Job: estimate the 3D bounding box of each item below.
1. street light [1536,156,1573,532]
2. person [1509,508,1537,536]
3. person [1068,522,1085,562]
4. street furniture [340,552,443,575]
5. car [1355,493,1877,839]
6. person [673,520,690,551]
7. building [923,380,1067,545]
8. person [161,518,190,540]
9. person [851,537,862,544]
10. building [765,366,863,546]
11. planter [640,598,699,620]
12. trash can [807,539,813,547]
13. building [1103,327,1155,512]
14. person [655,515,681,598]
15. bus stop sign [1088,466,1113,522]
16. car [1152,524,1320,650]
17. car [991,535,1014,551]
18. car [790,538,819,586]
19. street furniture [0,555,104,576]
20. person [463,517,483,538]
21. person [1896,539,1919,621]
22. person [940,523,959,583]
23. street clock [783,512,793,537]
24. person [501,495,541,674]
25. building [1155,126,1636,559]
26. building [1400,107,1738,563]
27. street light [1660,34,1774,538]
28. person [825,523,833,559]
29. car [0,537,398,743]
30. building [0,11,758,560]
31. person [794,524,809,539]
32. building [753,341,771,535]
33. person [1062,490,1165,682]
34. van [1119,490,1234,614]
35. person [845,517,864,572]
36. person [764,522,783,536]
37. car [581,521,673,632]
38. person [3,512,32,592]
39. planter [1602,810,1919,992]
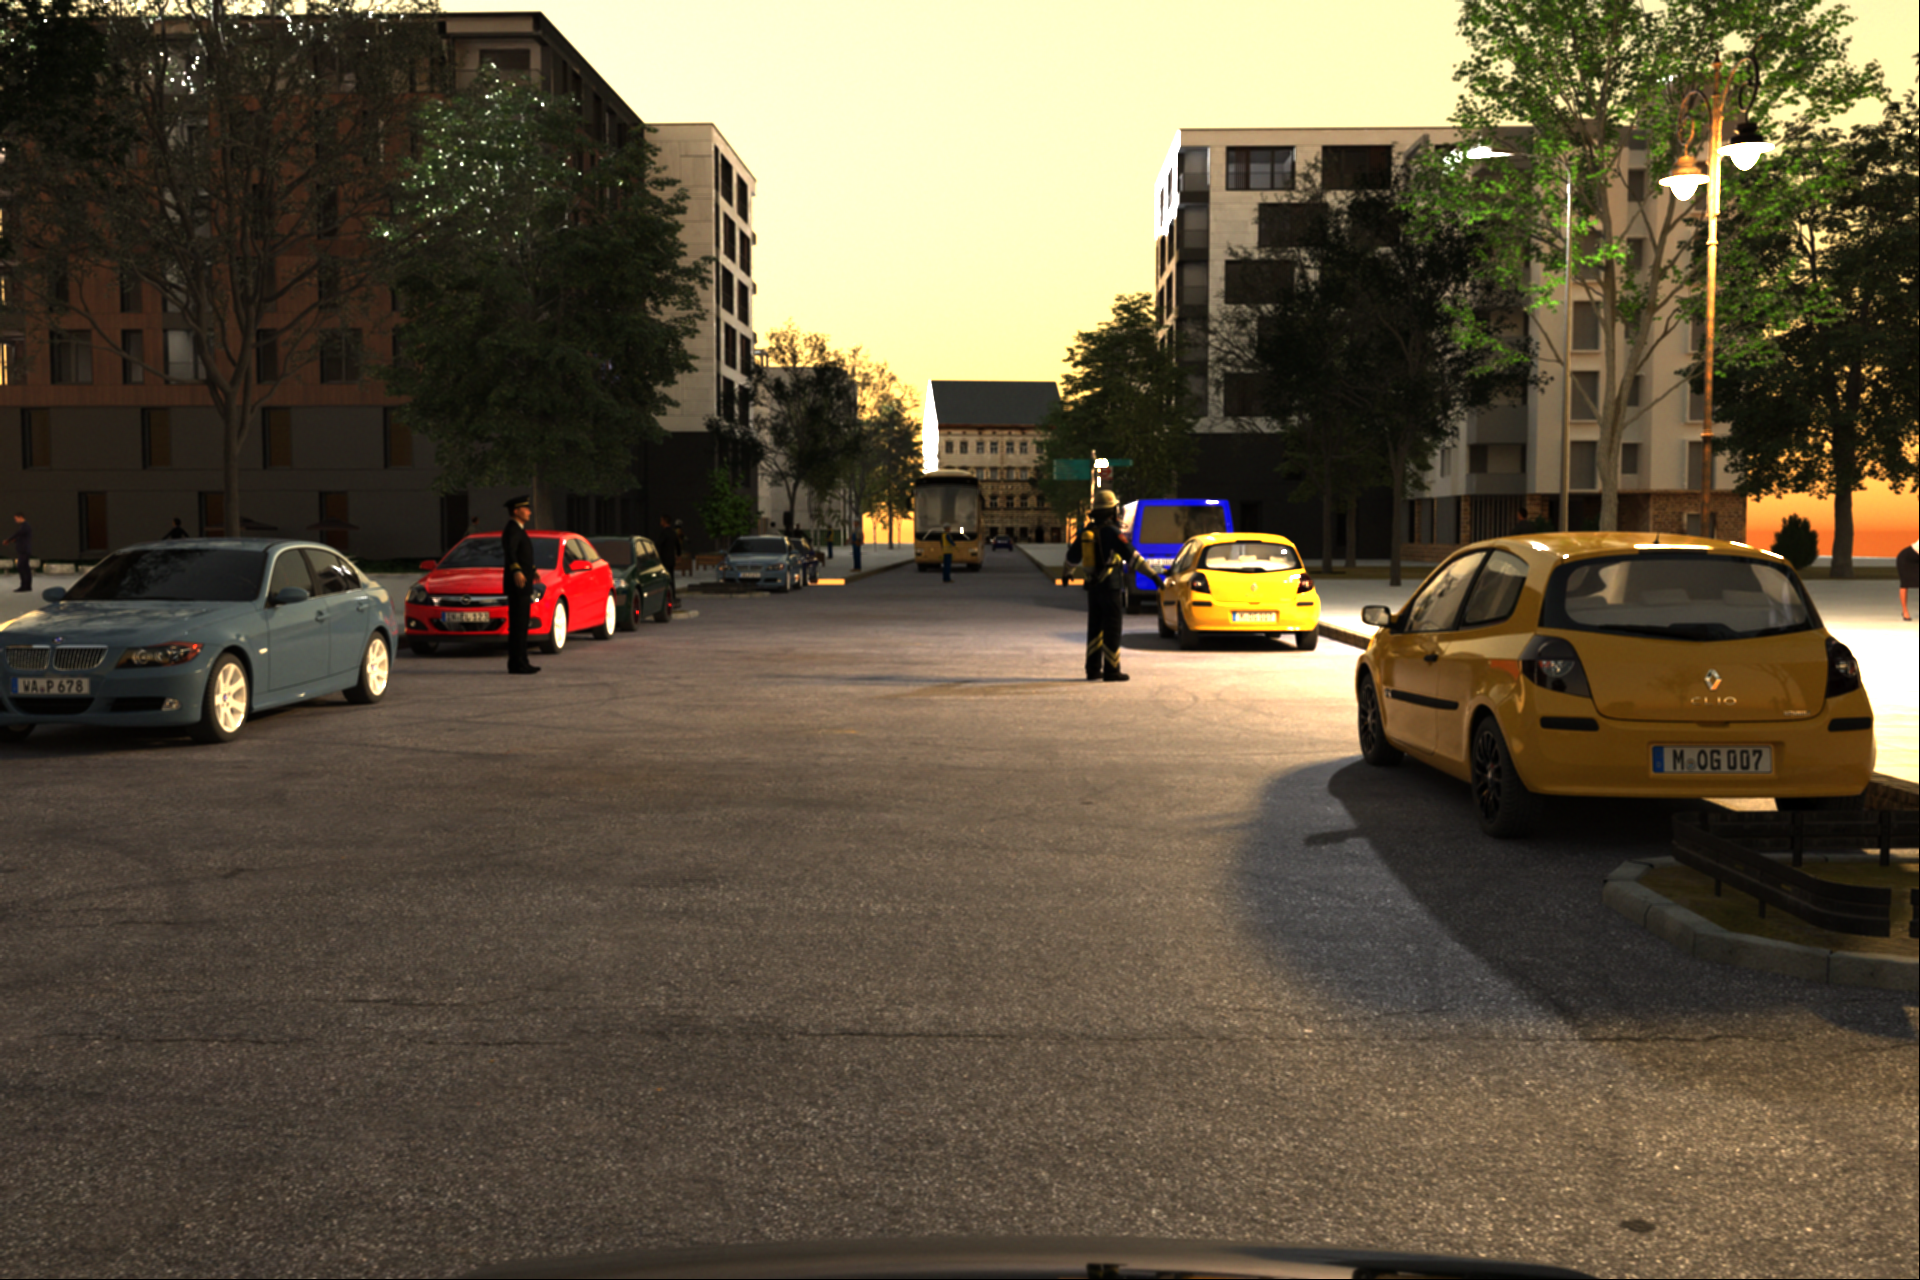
[{"bbox_3d":[7.846,-2.955,20.859,1.470,5.913,1.316,0,4,1],"label":"street light"},{"bbox_3d":[11.633,-1.826,35.918,1.348,1.821,0.705,-2,4,-34],"label":"person"},{"bbox_3d":[5.599,-4.476,79.303,1.347,1.817,0.704,-1,4,-15],"label":"person"},{"bbox_3d":[-18.116,-2.624,58.526,5.734,0.657,10.072,-2,4,-32],"label":"street furniture"},{"bbox_3d":[3.349,0.040,9.565,2.015,1.641,3.980,0,4,1],"label":"car"},{"bbox_3d":[-11.147,-3.852,68.747,0.705,1.858,1.354,-3,5,-41],"label":"person"},{"bbox_3d":[4.692,-25.263,246.434,18.063,23.208,19.493,0,4,-7],"label":"building"},{"bbox_3d":[-22.754,-2.659,50.193,0.721,1.740,1.216,1,4,22],"label":"person"},{"bbox_3d":[-5.212,-4.816,88.002,0.599,1.433,0.991,-3,4,-38],"label":"person"},{"bbox_3d":[-20.666,-20.314,198.597,16.747,18.905,31.486,0,4,1],"label":"building"},{"bbox_3d":[-5.593,-0.542,29.995,1.991,0.319,1.994,0,4,1],"label":"planter"},{"bbox_3d":[-4.931,-2.592,54.031,0.748,1.137,0.748,0,3,0],"label":"trash can"},{"bbox_3d":[29.130,-20.963,186.720,27.936,21.610,32.646,0,4,1],"label":"building"},{"bbox_3d":[-5.686,-1.515,33.459,0.704,1.802,1.346,1,4,20],"label":"person"},{"bbox_3d":[4.936,-4.416,60.911,0.855,3.939,0.416,0,4,1],"label":"bus stop sign"},{"bbox_3d":[3.579,-0.768,22.778,2.015,1.641,3.980,0,4,1],"label":"car"},{"bbox_3d":[3.583,-8.206,146.753,1.945,1.354,3.894,0,4,0],"label":"car"},{"bbox_3d":[-5.011,-2.223,48.930,1.945,1.354,3.894,0,4,1],"label":"car"},{"bbox_3d":[-28.748,-2.521,56.838,5.734,0.657,10.072,3,4,35],"label":"street furniture"},{"bbox_3d":[-14.384,-2.766,51.497,1.348,1.796,0.705,2,4,32],"label":"person"},{"bbox_3d":[14.211,-0.994,25.483,0.799,1.438,0.628,3,4,36],"label":"person"},{"bbox_3d":[-0.301,-2.590,51.264,0.721,1.772,1.216,-1,4,-22],"label":"person"},{"bbox_3d":[-5.558,-3.138,55.884,0.358,2.002,0.471,0,4,2],"label":"street clock"},{"bbox_3d":[-4.519,-0.579,17.857,0.705,1.837,1.347,0,4,-7],"label":"person"},{"bbox_3d":[25.424,-15.878,103.577,27.936,21.610,32.646,0,4,2],"label":"building"},{"bbox_3d":[26.531,-13.877,83.315,16.016,20.090,11.380,0,4,2],"label":"building"},{"bbox_3d":[7.224,-2.686,16.701,0.468,5.910,1.993,0,4,1],"label":"street light"},{"bbox_3d":[-6.725,-5.088,89.151,0.705,1.833,1.349,0,4,7],"label":"person"},{"bbox_3d":[-5.823,-0.086,13.412,2.014,1.417,4.499,0,4,2],"label":"car"},{"bbox_3d":[-26.277,-14.731,84.824,27.936,21.610,32.646,0,4,2],"label":"building"},{"bbox_3d":[-8.161,-4.975,87.482,1.346,1.812,0.704,-3,4,-36],"label":"person"},{"bbox_3d":[-24.973,-18.968,166.544,16.016,20.090,11.380,0,4,2],"label":"building"},{"bbox_3d":[1.435,-0.533,16.952,0.705,1.856,1.354,-3,5,-41],"label":"person"},{"bbox_3d":[3.930,-1.720,32.501,2.240,2.365,5.245,0,4,1],"label":"van"},{"bbox_3d":[-3.549,-3.257,59.105,0.705,1.847,1.347,-2,4,-30],"label":"person"},{"bbox_3d":[-8.030,-4.184,74.589,1.347,1.806,0.705,1,4,22],"label":"person"},{"bbox_3d":[-5.576,-1.034,26.700,2.009,1.686,4.222,0,4,1],"label":"car"},{"bbox_3d":[-20.986,-1.963,38.584,0.568,1.767,0.683,-2,4,-26],"label":"person"},{"bbox_3d":[3.484,0.906,6.327,1.991,0.319,1.994,0,4,1],"label":"planter"}]
